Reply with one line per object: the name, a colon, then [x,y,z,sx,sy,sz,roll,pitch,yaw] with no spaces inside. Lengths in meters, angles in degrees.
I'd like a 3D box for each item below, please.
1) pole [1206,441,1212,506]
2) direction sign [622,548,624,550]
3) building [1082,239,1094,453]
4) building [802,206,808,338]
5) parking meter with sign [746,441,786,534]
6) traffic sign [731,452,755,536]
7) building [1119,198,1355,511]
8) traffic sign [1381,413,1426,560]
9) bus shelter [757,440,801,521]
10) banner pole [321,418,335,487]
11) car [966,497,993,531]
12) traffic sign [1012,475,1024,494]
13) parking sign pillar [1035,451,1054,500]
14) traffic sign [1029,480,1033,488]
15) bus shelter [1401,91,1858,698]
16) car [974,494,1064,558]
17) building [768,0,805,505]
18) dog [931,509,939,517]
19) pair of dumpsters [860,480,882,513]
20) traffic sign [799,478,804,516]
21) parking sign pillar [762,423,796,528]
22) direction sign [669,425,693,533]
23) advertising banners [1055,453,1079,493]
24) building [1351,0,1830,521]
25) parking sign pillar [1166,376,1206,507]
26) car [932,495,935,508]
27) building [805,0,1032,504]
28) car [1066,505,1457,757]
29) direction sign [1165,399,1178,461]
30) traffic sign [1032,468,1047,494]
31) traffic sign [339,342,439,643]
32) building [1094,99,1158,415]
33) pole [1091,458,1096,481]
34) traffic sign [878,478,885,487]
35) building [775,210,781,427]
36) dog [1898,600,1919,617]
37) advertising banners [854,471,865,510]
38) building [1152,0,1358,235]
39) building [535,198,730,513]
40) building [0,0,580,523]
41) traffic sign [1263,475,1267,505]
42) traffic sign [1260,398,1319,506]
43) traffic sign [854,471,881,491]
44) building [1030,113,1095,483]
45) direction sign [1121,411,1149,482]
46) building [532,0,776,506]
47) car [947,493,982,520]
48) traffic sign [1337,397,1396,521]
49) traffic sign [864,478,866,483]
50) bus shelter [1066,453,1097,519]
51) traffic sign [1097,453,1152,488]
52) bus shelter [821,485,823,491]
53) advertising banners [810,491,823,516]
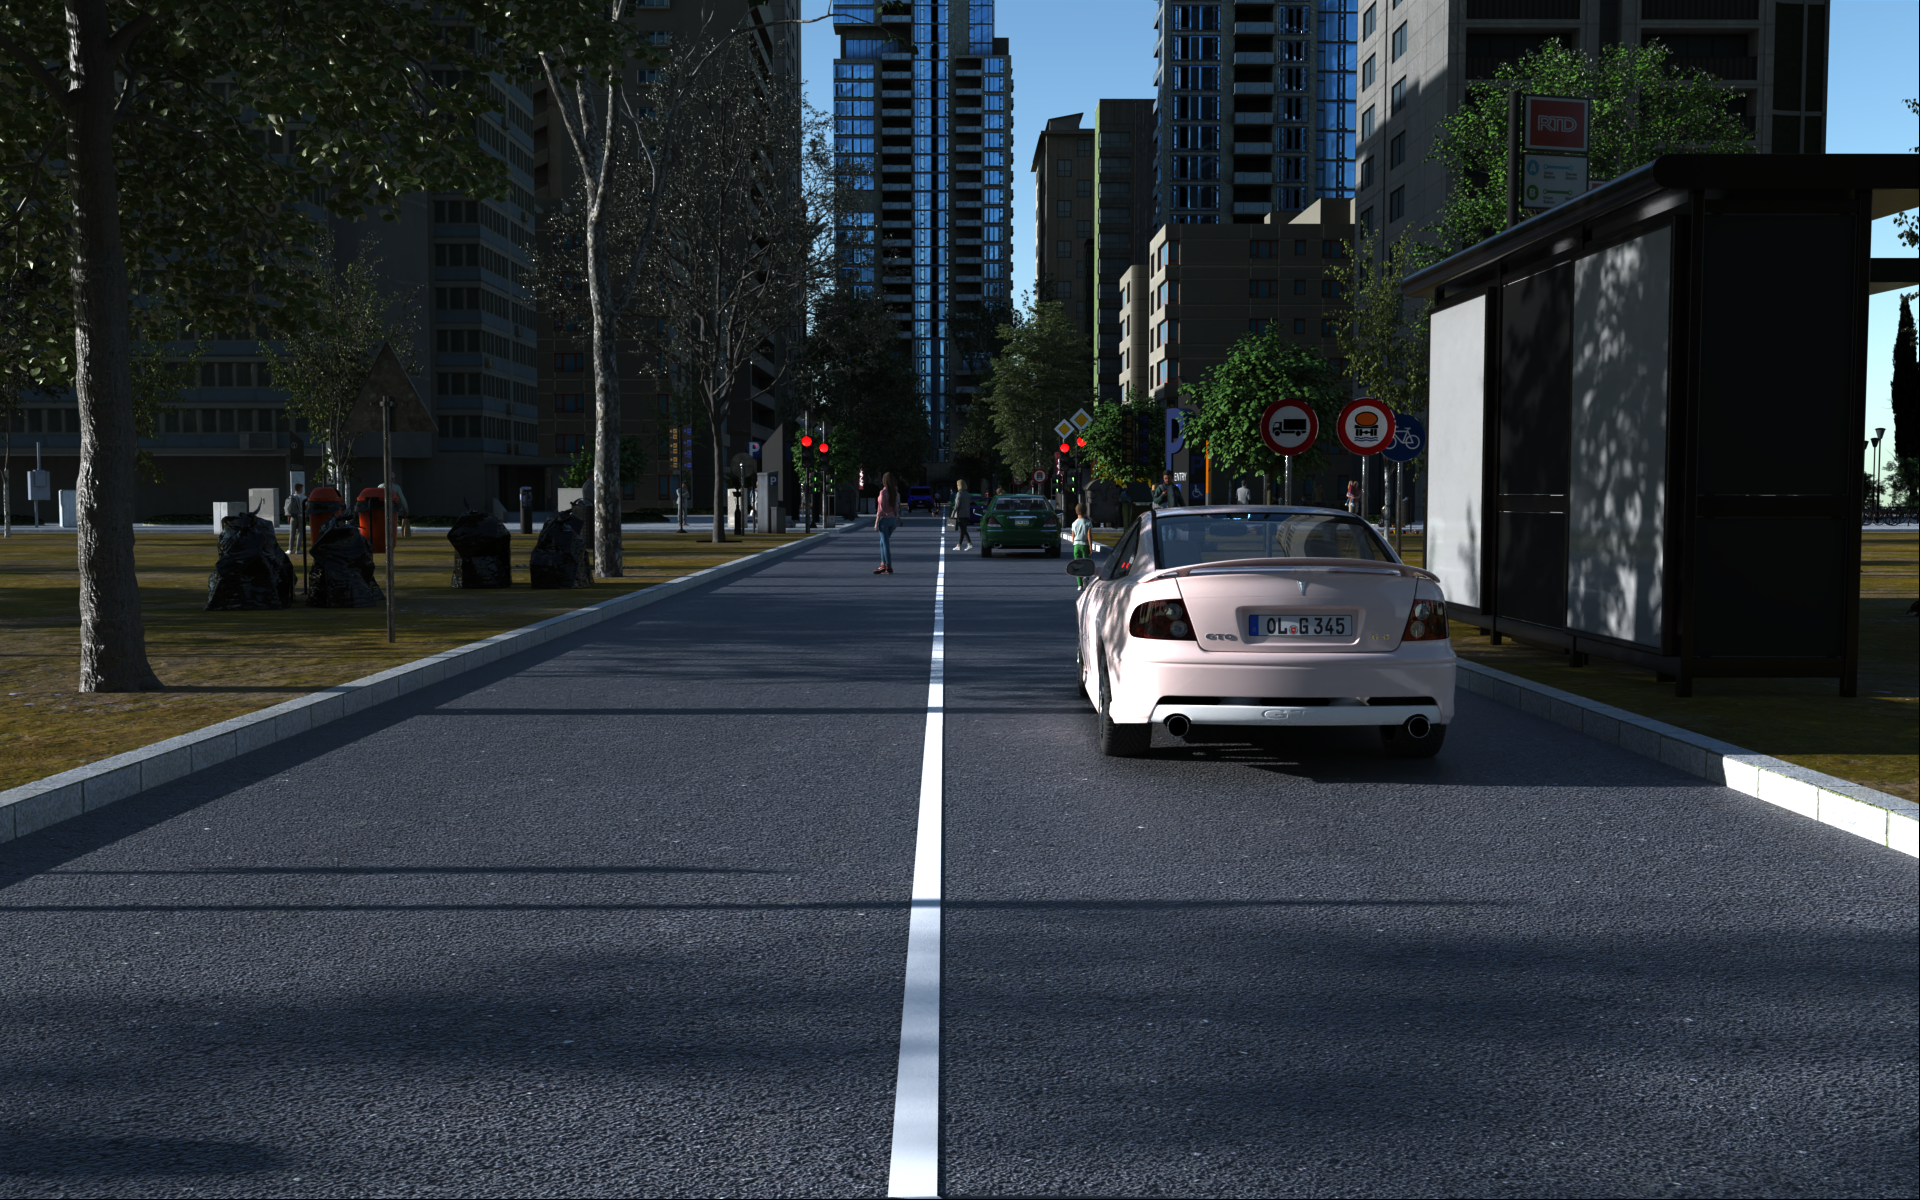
pole: [9.468,-4.410,65.950,0.158,3.312,0.155,0,3,0]
direction sign: [-7.849,-2.897,39.367,0.379,3.537,0.876,0,4,0]
building: [20.802,-26.016,197.065,14.160,30.474,14.107,0,4,0]
building: [-35.956,-36.041,243.897,28.867,44.769,22.147,0,4,0]
parking meter with sign: [-6.289,-3.687,56.540,0.543,3.016,1.738,-3,4,-39]
traffic sign: [-6.644,-3.234,52.983,0.768,2.556,0.104,0,4,7]
building: [26.805,-17.152,125.472,27.650,21.520,28.899,0,4,0]
traffic sign: [6.960,-1.670,27.419,0.768,2.556,0.104,0,4,5]
bus shelter: [-7.980,-5.308,78.063,1.731,3.624,6.357,0,4,-1]
banner pole: [-20.377,-4.025,55.821,0.863,3.779,0.401,3,5,40]
car: [0.870,-3.439,68.805,1.945,1.354,3.894,0,4,0]
traffic sign: [3.697,-6.709,109.798,0.768,2.556,0.104,0,4,0]
parking sign pillar: [5.275,-7.376,109.068,1.447,3.967,1.447,-3,5,-40]
traffic sign: [5.908,-8.454,138.328,0.768,2.556,0.104,0,4,5]
bus shelter: [5.307,-2.287,15.026,2.179,5.291,8.768,0,4,0]
car: [1.388,-1.755,40.496,2.131,1.459,4.920,0,4,1]
building: [-28.563,-46.150,192.799,20.611,71.187,20.563,0,4,0]
dog: [-1.512,-5.311,106.128,0.406,0.507,0.540,1,4,11]
pair of dumpsters: [-5.968,-6.911,115.480,1.574,2.255,4.437,0,4,-1]
traffic sign: [-9.197,-6.186,101.246,0.768,2.556,0.104,0,4,3]
parking sign pillar: [-6.994,-4.746,66.071,1.447,3.967,1.447,-3,5,-43]
direction sign: [-9.172,-3.972,56.941,0.876,3.537,0.379,2,4,24]
advertising banners: [4.690,-4.619,71.709,2.074,3.025,0.090,3,5,45]
building: [32.437,-39.618,86.008,20.611,71.187,20.563,0,4,0]
parking sign pillar: [5.084,-3.087,38.951,1.447,3.967,1.447,-1,4,-15]
car: [-3.505,-10.337,178.051,2.155,1.783,4.494,0,4,1]
building: [-5.674,-56.925,243.391,31.000,86.520,22.319,0,4,0]
car: [1.722,0.094,10.822,2.083,1.381,4.827,0,4,1]
direction sign: [5.214,-3.040,41.707,0.379,3.537,0.876,3,5,44]
traffic sign: [3.919,-5.207,85.237,0.768,2.556,0.104,0,4,3]
traffic sign: [-4.909,-0.910,14.876,0.884,2.594,0.081,0,4,7]
building: [21.017,-30.524,182.668,14.154,41.232,14.086,0,4,0]
pole: [5.888,-5.062,76.612,0.158,3.312,0.155,0,3,0]
traffic sign: [-6.147,-8.345,136.552,0.768,2.556,0.104,0,4,7]
building: [-25.065,-24.226,167.802,14.160,30.474,14.107,0,4,0]
dog: [10.150,-0.037,18.340,0.748,0.427,0.550,0,4,-6]
advertising banners: [-6.273,-6.406,100.927,2.074,3.025,0.090,3,5,39]
building: [26.304,-51.753,158.830,22.319,86.520,31.000,0,4,0]
building: [-31.770,-16.890,121.192,27.650,21.520,28.899,0,4,0]
building: [-34.857,-24.111,86.096,32.217,40.220,23.993,0,4,0]
traffic sign: [7.075,-2.448,40.133,0.768,2.556,0.104,0,4,1]
traffic sign: [4.353,-1.399,22.977,0.768,2.556,0.104,0,4,1]
traffic sign: [-7.411,-8.777,137.378,2.265,3.308,0.079,1,4,9]
building: [24.453,-40.279,247.802,27.495,52.752,28.713,0,4,0]
direction sign: [4.783,-3.386,47.352,0.876,3.537,0.379,-2,4,-28]
building: [-27.649,-32.153,149.407,21.300,48.544,21.600,0,4,0]
car: [0.376,-4.494,82.279,1.959,1.807,4.718,0,4,-1]
traffic sign: [5.352,-1.393,22.889,0.768,2.556,0.104,0,4,7]
traffic sign: [-7.267,-8.153,133.408,0.768,2.556,0.104,0,4,8]
bus shelter: [6.311,-5.733,87.653,2.014,3.302,5.546,0,4,0]
traffic sign: [6.680,-4.677,70.348,2.265,3.308,0.079,0,4,7]
bus shelter: [-8.512,-8.216,111.964,2.179,5.291,8.768,0,4,-1]
advertising banners: [-8.071,-6.474,102.042,0.090,3.025,2.074,3,5,39]
